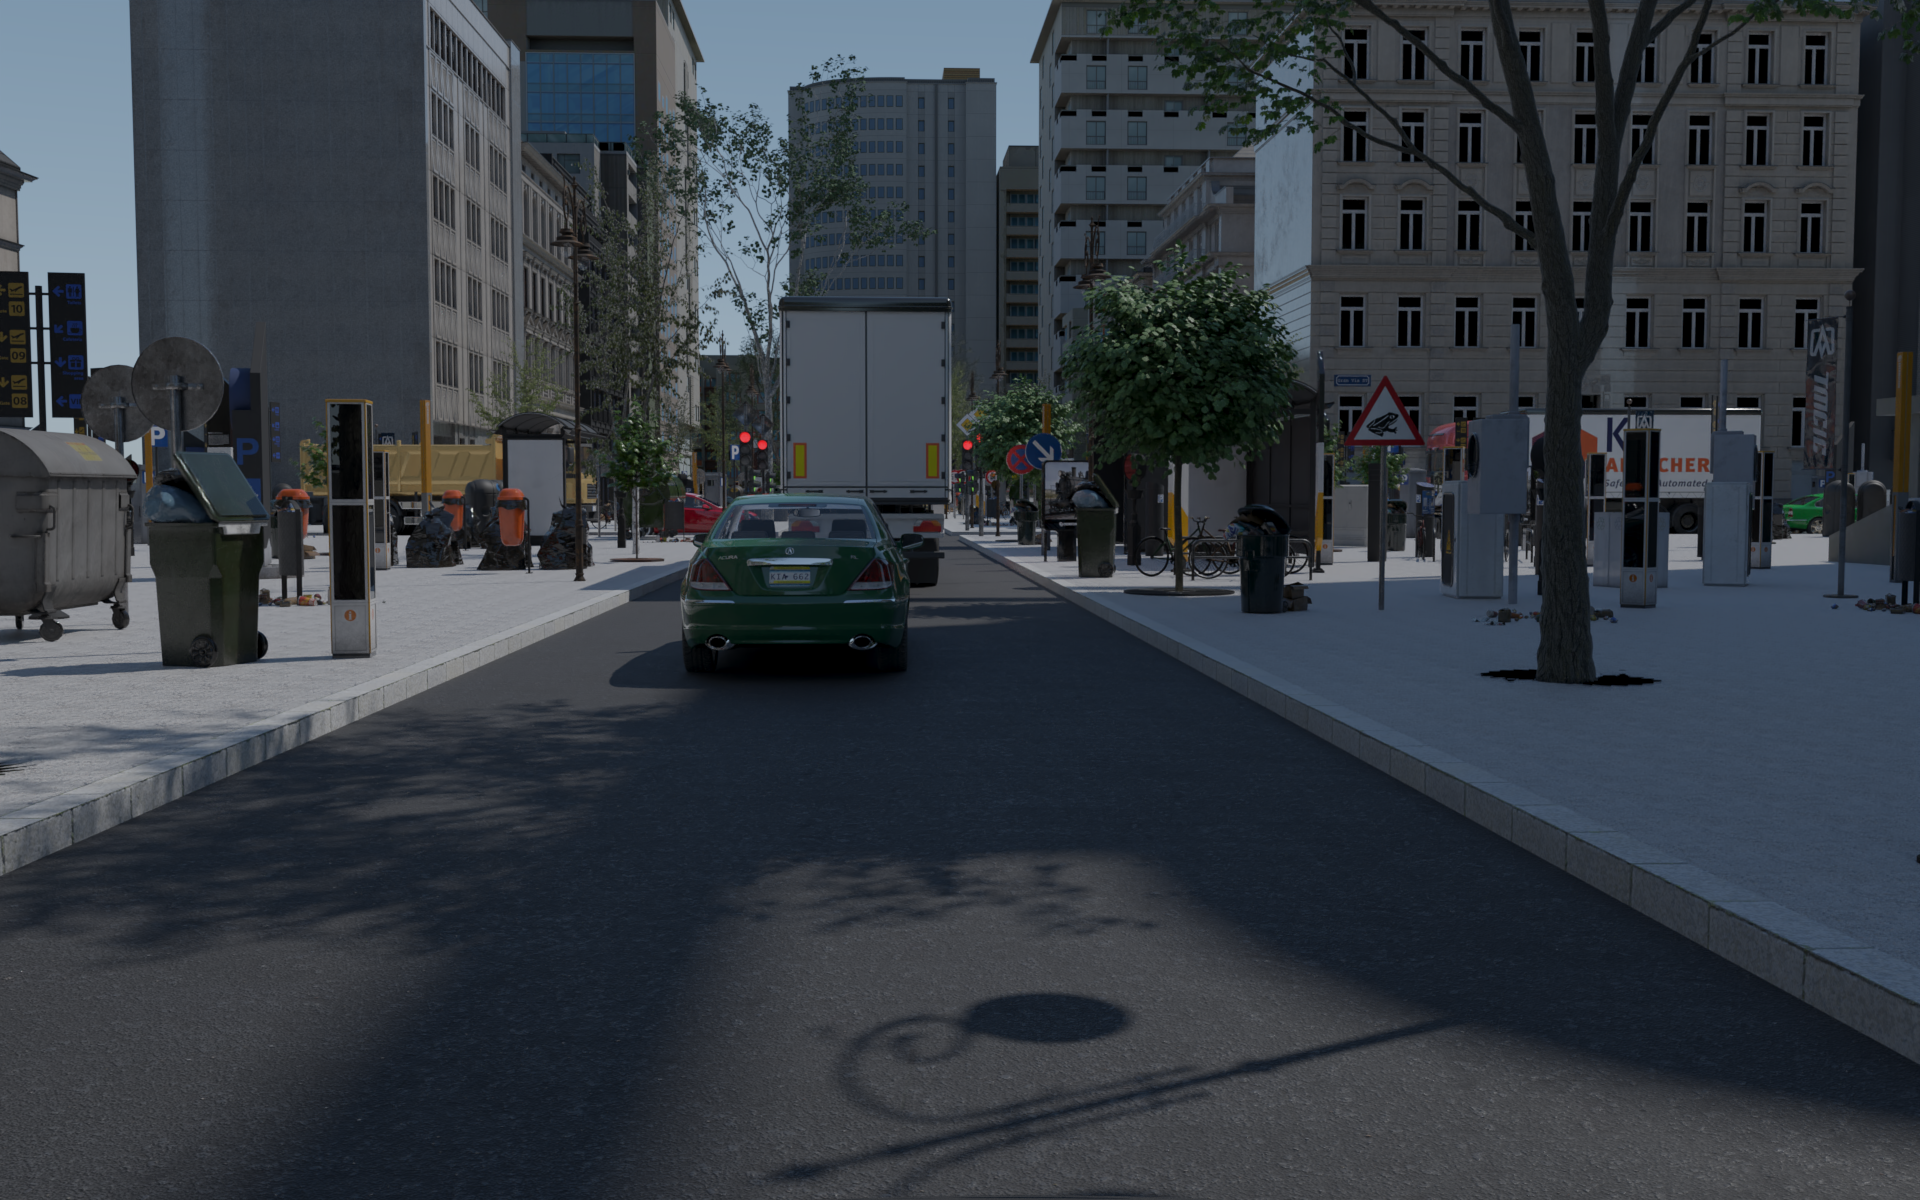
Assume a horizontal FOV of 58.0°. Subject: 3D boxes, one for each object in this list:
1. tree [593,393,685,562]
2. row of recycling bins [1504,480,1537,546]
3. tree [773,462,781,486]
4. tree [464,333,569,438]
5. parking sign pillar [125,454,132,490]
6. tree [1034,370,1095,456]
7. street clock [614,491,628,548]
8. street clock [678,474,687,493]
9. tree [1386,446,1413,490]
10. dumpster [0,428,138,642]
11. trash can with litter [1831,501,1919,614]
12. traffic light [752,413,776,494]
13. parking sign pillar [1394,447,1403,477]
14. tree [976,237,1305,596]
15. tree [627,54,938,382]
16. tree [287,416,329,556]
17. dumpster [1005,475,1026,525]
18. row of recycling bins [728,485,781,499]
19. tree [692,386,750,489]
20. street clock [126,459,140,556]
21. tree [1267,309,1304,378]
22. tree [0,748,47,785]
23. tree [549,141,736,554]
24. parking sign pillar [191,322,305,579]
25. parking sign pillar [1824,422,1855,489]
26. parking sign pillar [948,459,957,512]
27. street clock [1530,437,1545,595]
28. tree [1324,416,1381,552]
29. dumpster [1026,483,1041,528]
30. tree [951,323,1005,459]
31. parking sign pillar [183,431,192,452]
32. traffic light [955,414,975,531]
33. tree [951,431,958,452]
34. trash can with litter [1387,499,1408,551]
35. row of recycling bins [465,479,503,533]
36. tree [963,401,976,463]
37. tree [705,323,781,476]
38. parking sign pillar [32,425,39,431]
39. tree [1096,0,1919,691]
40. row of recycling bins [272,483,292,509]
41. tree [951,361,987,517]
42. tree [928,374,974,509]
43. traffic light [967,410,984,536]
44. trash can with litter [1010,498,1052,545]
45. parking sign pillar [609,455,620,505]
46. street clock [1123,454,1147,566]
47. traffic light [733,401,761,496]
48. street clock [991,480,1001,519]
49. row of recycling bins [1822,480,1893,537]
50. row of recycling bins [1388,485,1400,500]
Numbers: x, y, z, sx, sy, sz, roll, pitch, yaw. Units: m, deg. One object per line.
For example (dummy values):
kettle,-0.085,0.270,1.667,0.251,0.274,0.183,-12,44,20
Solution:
tree,-6.241,-2.337,32.807,1.663,3.219,1.824,0,3,0
row of recycling bins,14.435,-2.264,44.130,1.069,1.692,3.534,2,4,25
tree,-8.963,-5.712,87.996,1.663,3.219,1.824,0,3,0
tree,-19.944,-7.854,78.768,4.737,8.622,4.395,0,3,0
parking sign pillar,-56.192,-7.810,116.166,1.447,3.967,1.447,2,4,27
tree,5.535,-9.316,102.685,4.360,8.622,3.978,0,3,0
street clock,-8.043,-2.236,41.129,0.358,2.002,0.471,0,4,-4
street clock,-9.845,-3.474,61.378,0.358,2.002,0.471,-2,4,-29
tree,10.794,-3.060,44.631,1.663,3.219,1.824,0,3,0
dumpster,-8.433,-0.605,15.652,1.264,1.857,1.865,0,4,-3
trash can with litter,10.557,-0.497,19.176,1.678,1.210,2.233,1,4,16
traffic light,-6.818,-4.357,60.150,0.839,4.253,0.868,0,4,-3
parking sign pillar,17.070,-4.936,69.178,1.447,3.967,1.447,-2,4,-32
tree,2.849,-2.366,22.398,4.285,4.588,4.351,0,3,0
tree,-6.742,-13.306,73.449,12.611,20.169,13.585,0,3,0
tree,-12.973,-2.559,36.442,1.663,3.219,1.824,0,3,0
dumpster,2.746,-4.336,73.379,1.502,2.255,1.985,0,4,-3
row of recycling bins,-9.518,-4.555,81.582,3.534,1.692,1.069,2,4,35
tree,-16.176,-10.298,118.737,4.737,8.622,4.395,0,3,0
street clock,-17.215,-1.909,35.784,0.358,2.002,0.471,3,4,37
tree,11.469,-7.213,68.289,4.737,8.622,4.395,0,3,0
tree,-4.974,-5.002,7.536,9.928,11.665,9.643,0,3,0
tree,-6.903,-5.297,36.965,4.360,8.622,3.978,0,3,0
parking sign pillar,-10.862,-2.328,26.540,1.447,3.967,1.447,-1,4,-17
parking sign pillar,32.607,-4.635,64.255,1.447,3.967,1.447,-3,4,-37
parking sign pillar,-0.930,-8.506,127.550,1.447,3.967,1.447,-2,4,-24
street clock,7.449,-1.058,21.874,0.471,2.002,0.358,-1,4,-23
tree,8.128,-2.692,38.613,1.663,3.219,1.824,0,3,0
dumpster,3.418,-3.839,65.258,1.502,2.255,1.985,0,4,-3
tree,-1.763,-12.851,120.485,12.009,13.543,11.850,0,3,0
parking sign pillar,-31.487,-5.103,71.913,1.447,3.967,1.447,-2,4,-30
traffic light,0.234,-4.379,60.511,0.839,4.253,0.868,0,4,-3
tree,-2.265,-11.088,131.658,4.360,8.622,3.978,0,3,0
trash can with litter,9.790,-1.699,39.161,0.624,1.170,1.055,1,4,12
row of recycling bins,-13.298,-2.569,49.114,1.069,1.692,3.534,0,4,-2
tree,1.756,-3.864,46.892,4.285,4.588,4.351,0,3,0
tree,-9.642,-9.755,93.905,8.767,10.594,7.601,0,4,-4
parking sign pillar,-35.450,-4.721,65.661,1.447,3.967,1.447,2,4,26
tree,4.223,-5.257,11.709,9.928,11.665,9.643,0,3,0
row of recycling bins,-27.533,-3.657,66.904,3.534,1.692,1.069,0,4,-3
tree,-0.150,-8.842,94.929,4.737,8.622,4.395,0,3,0
tree,-2.150,-13.636,141.070,7.486,12.596,7.792,0,3,0
traffic light,0.625,-3.891,52.535,0.839,4.253,0.868,0,4,-3
trash can with litter,1.808,-1.977,43.712,0.624,1.170,1.055,3,5,45
parking sign pillar,-19.767,-6.835,100.219,1.447,3.967,1.447,-3,5,-44
street clock,3.133,-1.622,31.088,0.358,2.002,0.471,-2,4,-26
traffic light,-6.427,-3.869,52.175,0.839,4.253,0.868,0,4,-3
street clock,1.851,-5.183,89.314,0.471,2.002,0.358,1,4,13
row of recycling bins,27.660,-2.721,51.596,3.534,1.692,1.069,1,4,10
row of recycling bins,16.560,-3.321,61.413,3.534,1.692,1.069,-1,4,-10
